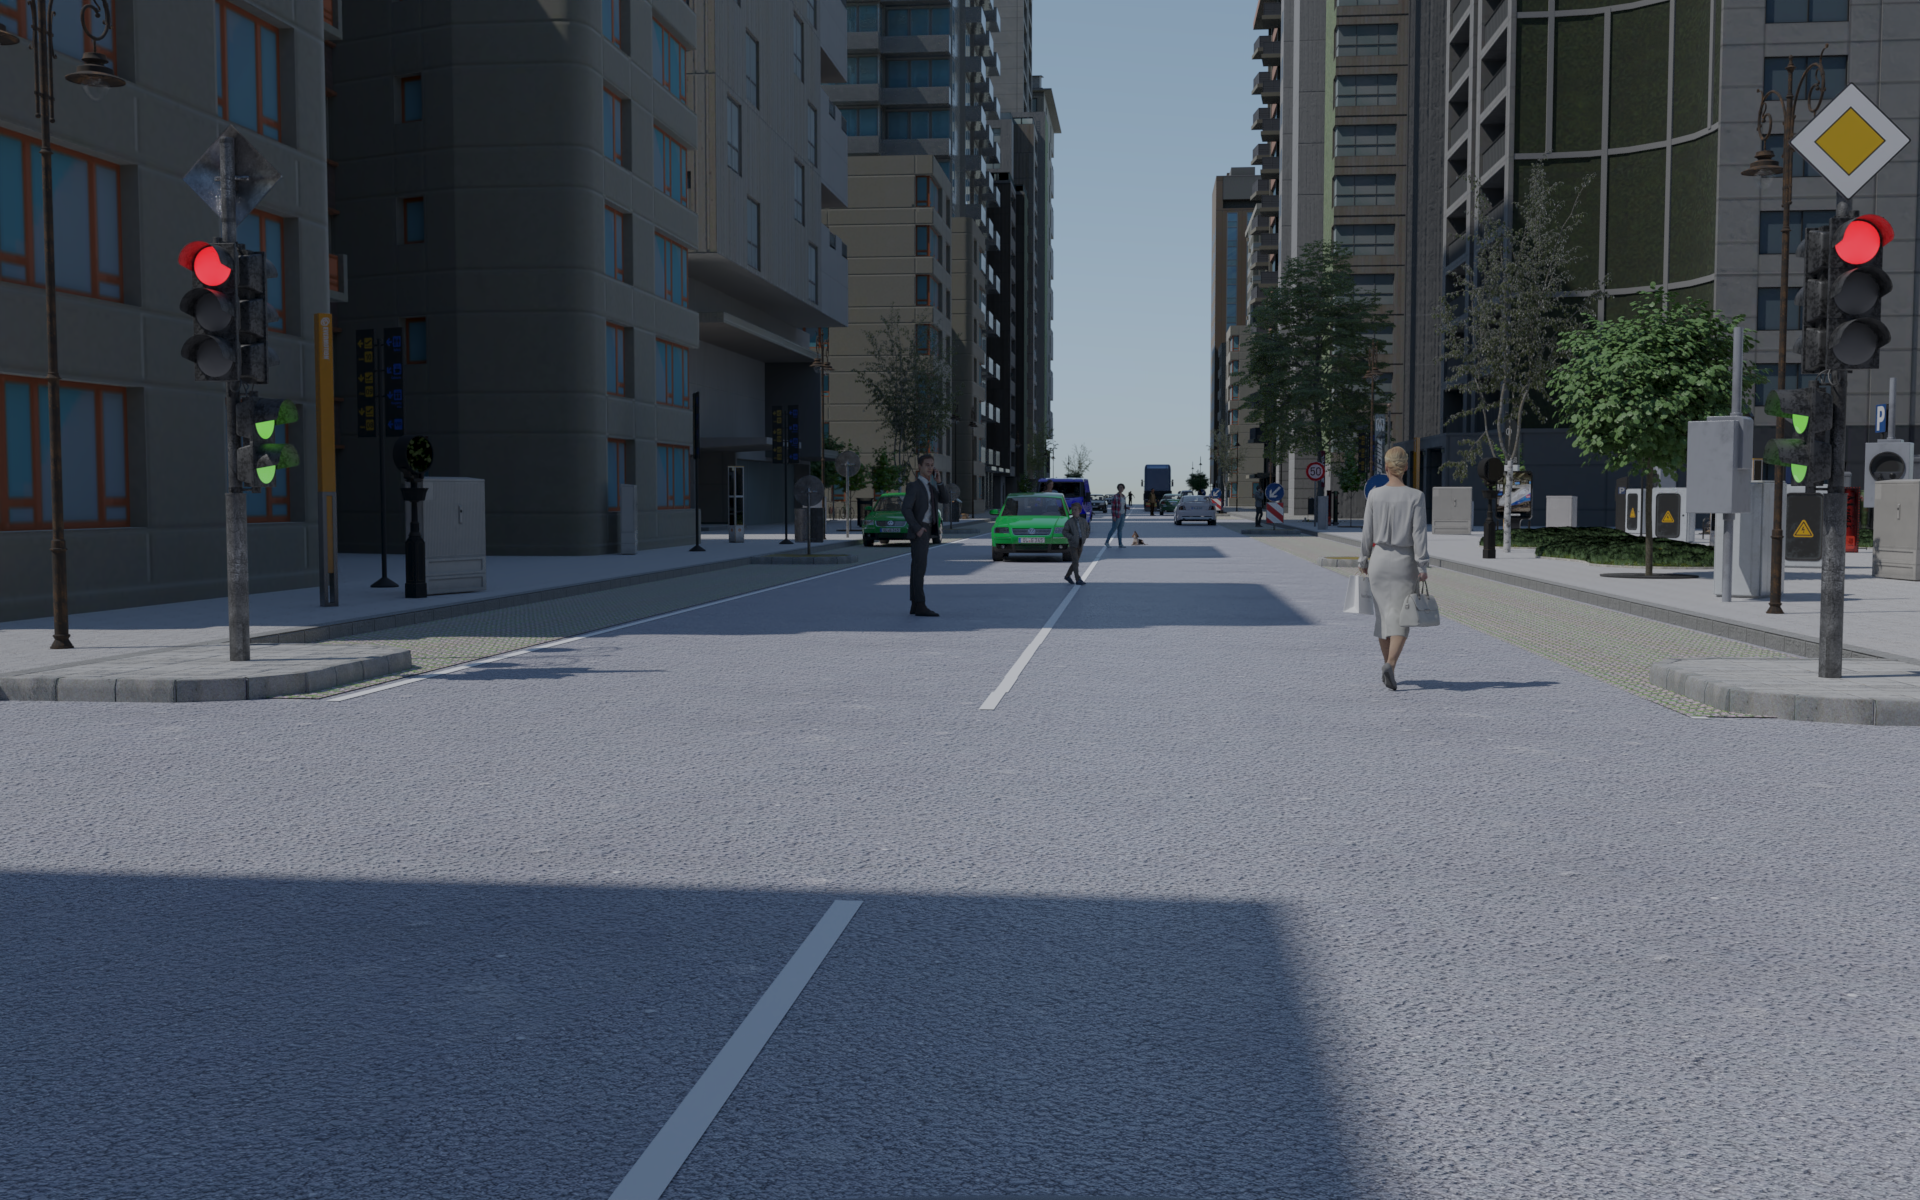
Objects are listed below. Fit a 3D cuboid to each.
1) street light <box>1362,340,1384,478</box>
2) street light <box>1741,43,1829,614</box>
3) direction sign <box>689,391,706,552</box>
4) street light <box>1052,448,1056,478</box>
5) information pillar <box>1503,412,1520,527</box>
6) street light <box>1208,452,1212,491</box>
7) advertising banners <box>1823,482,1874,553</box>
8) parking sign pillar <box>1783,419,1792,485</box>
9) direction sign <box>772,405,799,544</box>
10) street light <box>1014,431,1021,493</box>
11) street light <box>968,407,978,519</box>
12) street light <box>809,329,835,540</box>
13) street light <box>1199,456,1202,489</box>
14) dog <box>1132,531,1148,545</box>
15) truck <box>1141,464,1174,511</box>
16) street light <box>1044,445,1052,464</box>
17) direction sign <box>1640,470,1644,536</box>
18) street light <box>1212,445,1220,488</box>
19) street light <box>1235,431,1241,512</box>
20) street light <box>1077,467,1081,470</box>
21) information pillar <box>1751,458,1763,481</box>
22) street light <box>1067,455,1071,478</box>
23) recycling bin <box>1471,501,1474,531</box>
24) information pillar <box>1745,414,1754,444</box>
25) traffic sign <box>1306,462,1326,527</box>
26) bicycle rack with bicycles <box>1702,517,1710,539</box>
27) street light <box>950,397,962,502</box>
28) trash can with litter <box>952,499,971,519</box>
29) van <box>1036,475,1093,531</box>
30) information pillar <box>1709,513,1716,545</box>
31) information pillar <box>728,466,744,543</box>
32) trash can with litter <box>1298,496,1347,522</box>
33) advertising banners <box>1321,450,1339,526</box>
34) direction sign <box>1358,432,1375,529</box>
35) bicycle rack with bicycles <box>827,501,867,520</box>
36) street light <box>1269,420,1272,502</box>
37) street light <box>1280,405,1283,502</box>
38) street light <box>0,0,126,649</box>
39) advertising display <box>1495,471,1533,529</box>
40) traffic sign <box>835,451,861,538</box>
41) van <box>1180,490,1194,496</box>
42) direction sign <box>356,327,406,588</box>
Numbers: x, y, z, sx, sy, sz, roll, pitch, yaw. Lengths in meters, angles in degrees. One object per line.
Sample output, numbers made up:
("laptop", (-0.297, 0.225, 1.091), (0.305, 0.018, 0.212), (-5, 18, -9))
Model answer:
("street light", (12.383, -4.850, 52.079), (0.468, 5.910, 1.993), (0, 4, 6))
("street light", (8.747, -2.790, 18.409), (0.468, 5.910, 1.993), (0, 4, 6))
("direction sign", (-5.885, -2.857, 38.704), (0.379, 3.537, 0.876), (-1, 4, -16))
("street light", (9.286, -12.214, 172.492), (0.468, 5.910, 1.993), (0, 4, 6))
("information pillar", (15.706, -3.546, 49.332), (0.183, 3.616, 0.504), (-2, 4, -31))
("street light", (25.517, -12.442, 176.217), (0.468, 5.910, 1.993), (0, 4, 6))
("advertising banners", (19.370, -2.539, 37.703), (2.074, 3.025, 0.090), (1, 4, 19))
("parking sign pillar", (29.491, -4.421, 60.753), (1.447, 3.967, 1.447), (0, 4, 6))
("direction sign", (-4.448, -3.196, 44.246), (0.876, 3.537, 0.379), (2, 4, 35))
("street light", (4.168, -9.280, 124.516), (0.468, 5.910, 1.993), (0, 4, 6))
("street light", (0.678, -7.200, 90.509), (0.468, 5.910, 1.993), (0, 4, 6))
("street light", (-3.856, -4.645, 48.733), (0.468, 5.910, 1.993), (0, 4, 6))
("street light", (29.134, -14.502, 209.889), (0.468, 5.910, 1.993), (0, 4, 6))
("dog", (5.057, -1.734, 48.543), (0.748, 0.427, 0.550), (-1, 4, -20))
("truck", (17.257, -9.841, 150.666), (2.967, 4.110, 18.799), (0, 4, 6))
("street light", (7.862, -11.354, 158.430), (0.468, 5.910, 1.993), (0, 4, 6))
("direction sign", (18.938, -3.428, 48.052), (0.379, 3.537, 0.876), (3, 4, 36))
("street light", (23.950, -11.506, 160.902), (0.468, 5.910, 1.993), (0, 4, 6))
("street light", (20.365, -9.446, 127.227), (0.468, 5.910, 1.993), (0, 4, 6))
("street light", (16.477, -16.343, 239.993), (0.468, 5.910, 1.993), (0, 4, 6))
("information pillar", (16.373, -1.919, 35.874), (0.304, 2.012, 0.304), (-2, 4, -29))
("street light", (12.922, -14.274, 206.162), (0.468, 5.910, 1.993), (0, 4, 6))
("recycling bin", (17.470, -2.940, 60.622), (0.722, 1.027, 0.722), (-2, 4, -24))
("information pillar", (19.739, -3.189, 43.496), (0.183, 3.616, 0.504), (0, 4, -4))
("traffic sign", (13.971, -4.158, 68.092), (0.768, 2.556, 0.104), (1, 4, 15))
("bicycle rack with bicycles", (22.606, -2.178, 48.990), (2.925, 0.926, 2.852), (-2, 4, -24))
("street light", (-0.212, -6.704, 82.402), (0.468, 5.910, 1.993), (0, 4, 6))
("trash can with litter", (0.038, -4.705, 88.309), (1.055, 1.170, 0.624), (1, 4, 22))
("van", (3.825, -3.669, 64.374), (2.240, 2.365, 5.245), (0, 4, 8))
("information pillar", (17.071, -2.105, 38.910), (0.304, 2.012, 0.304), (-3, 5, -42))
("information pillar", (-5.888, -2.512, 45.558), (0.304, 2.012, 0.304), (-3, 5, -44))
("trash can with litter", (16.644, -4.189, 79.547), (2.233, 1.210, 1.678), (1, 4, 9))
("advertising banners", (14.891, -4.503, 69.808), (0.090, 3.025, 2.074), (2, 4, 33))
("direction sign", (14.951, -4.382, 63.649), (0.379, 3.537, 0.876), (-2, 4, -32))
("bicycle rack with bicycles", (-5.451, -4.558, 87.903), (2.852, 0.926, 2.925), (-1, 4, -8))
("street light", (16.793, -7.386, 93.550), (0.468, 5.910, 1.993), (0, 4, 6))
("street light", (15.987, -6.935, 86.172), (0.468, 5.910, 1.993), (0, 4, 6))
("street light", (-7.462, -2.534, 14.212), (0.468, 5.910, 1.993), (0, 4, 6))
("advertising display", (15.318, -2.611, 47.900), (0.974, 1.923, 0.123), (2, 4, 28))
("traffic sign", (-3.305, -3.106, 50.895), (0.768, 2.556, 0.104), (0, 4, 8))
("van", (24.886, -11.193, 190.010), (2.013, 2.044, 4.112), (0, 4, 6))
("direction sign", (-7.931, -1.943, 23.767), (0.876, 3.537, 0.379), (2, 4, 28))
